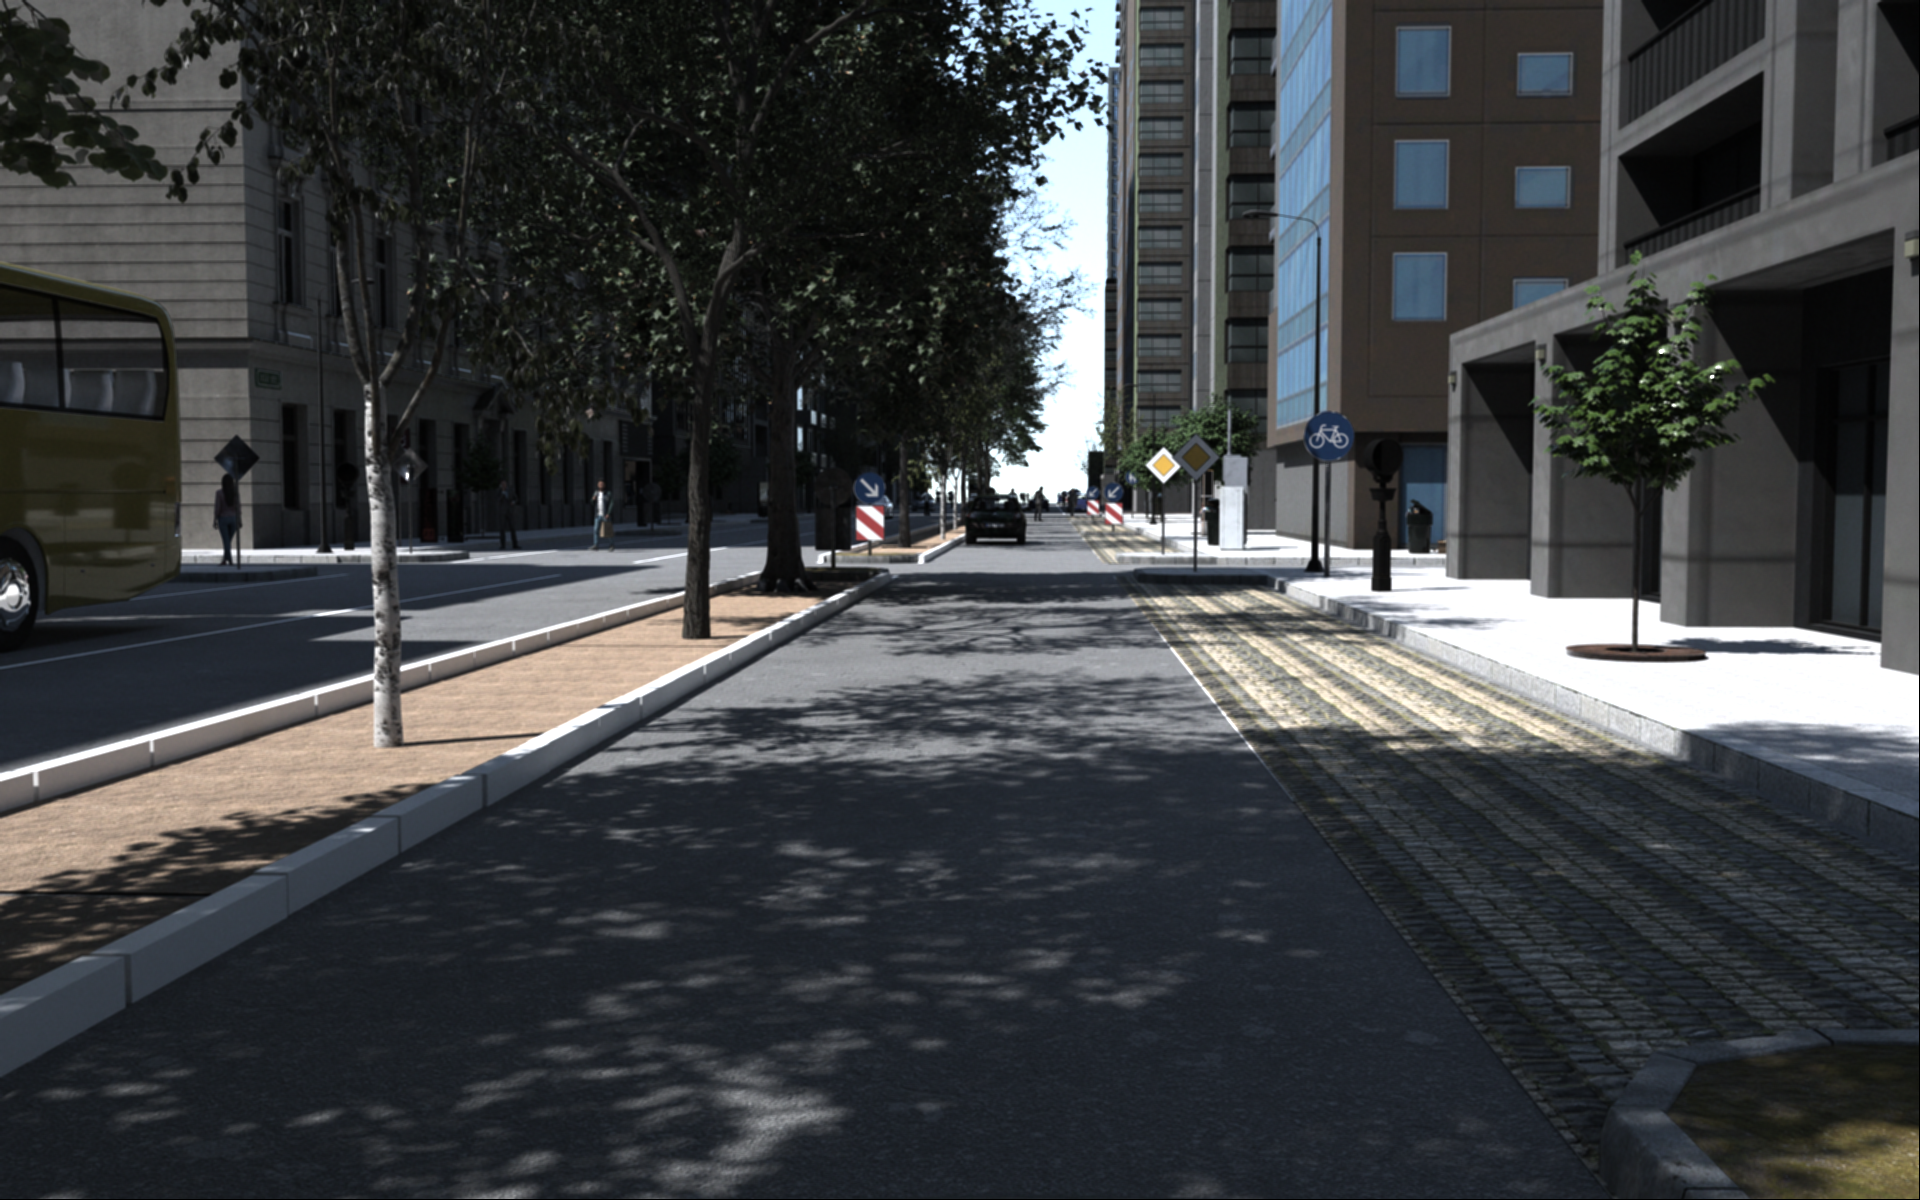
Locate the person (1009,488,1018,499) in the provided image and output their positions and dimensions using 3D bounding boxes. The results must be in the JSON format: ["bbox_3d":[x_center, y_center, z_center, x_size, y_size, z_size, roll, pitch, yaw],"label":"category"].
[{"bbox_3d":[2.975,-5.533,99.369,0.661,1.777,0.834,-2,4,-28],"label":"person"}]

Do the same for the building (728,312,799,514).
[{"bbox_3d":[-22.373,-41.846,122.441,20.563,71.187,20.611,0,4,3],"label":"building"}]

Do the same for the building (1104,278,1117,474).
[{"bbox_3d":[26.222,-28.129,231.616,14.160,30.474,14.107,0,4,3],"label":"building"}]

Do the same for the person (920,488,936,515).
[{"bbox_3d":[-2.216,-6.642,117.083,1.348,1.826,0.705,-3,5,-40],"label":"person"}]

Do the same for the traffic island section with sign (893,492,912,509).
[{"bbox_3d":[-5.492,-9.523,164.335,1.989,1.847,2.006,0,4,3],"label":"traffic island section with sign"}]

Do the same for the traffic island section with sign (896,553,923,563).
[{"bbox_3d":[-1.837,-1.743,36.629,2.006,1.907,1.989,0,4,3],"label":"traffic island section with sign"}]

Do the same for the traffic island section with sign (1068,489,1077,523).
[{"bbox_3d":[6.511,-4.761,86.467,1.989,1.847,2.006,0,4,3],"label":"traffic island section with sign"}]

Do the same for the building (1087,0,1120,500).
[{"bbox_3d":[30.307,-57.495,252.714,22.319,86.520,31.000,0,4,3],"label":"building"}]

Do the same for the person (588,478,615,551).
[{"bbox_3d":[-8.822,-2.106,42.924,0.794,1.824,0.713,3,4,36],"label":"person"}]

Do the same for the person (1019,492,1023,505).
[{"bbox_3d":[8.174,-13.412,228.230,0.683,1.767,0.568,0,4,2],"label":"person"}]

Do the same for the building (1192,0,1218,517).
[{"bbox_3d":[23.647,-33.869,95.754,21.231,58.520,28.212,0,4,3],"label":"building"}]

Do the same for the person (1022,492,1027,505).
[{"bbox_3d":[8.264,-12.944,220.841,0.721,1.736,1.217,3,5,44],"label":"person"}]

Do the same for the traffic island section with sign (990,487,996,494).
[{"bbox_3d":[1.948,-6.333,111.673,2.006,1.907,1.989,0,4,3],"label":"traffic island section with sign"}]

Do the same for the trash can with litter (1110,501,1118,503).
[{"bbox_3d":[9.883,-6.014,109.710,0.624,1.170,1.055,-1,4,-15],"label":"trash can with litter"}]

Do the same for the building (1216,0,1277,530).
[{"bbox_3d":[16.867,-18.092,67.509,14.160,30.474,14.107,0,4,3],"label":"building"}]

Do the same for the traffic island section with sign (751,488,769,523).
[{"bbox_3d":[-9.396,-4.798,87.080,1.989,1.847,2.006,0,4,3],"label":"traffic island section with sign"}]

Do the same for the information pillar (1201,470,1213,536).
[{"bbox_3d":[7.557,-2.967,52.998,0.304,2.012,0.304,0,4,-8],"label":"information pillar"}]

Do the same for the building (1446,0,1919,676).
[{"bbox_3d":[17.184,-35.204,13.843,20.563,71.187,20.611,0,4,3],"label":"building"}]

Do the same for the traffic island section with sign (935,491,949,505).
[{"bbox_3d":[-2.722,-12.878,219.185,1.989,1.847,2.006,0,4,3],"label":"traffic island section with sign"}]

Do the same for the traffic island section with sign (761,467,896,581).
[{"bbox_3d":[-2.221,-1.290,29.232,2.006,1.907,1.989,0,4,3],"label":"traffic island section with sign"}]

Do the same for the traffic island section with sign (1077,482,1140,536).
[{"bbox_3d":[5.144,-3.114,59.546,1.989,1.847,2.006,0,4,3],"label":"traffic island section with sign"}]

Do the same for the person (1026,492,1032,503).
[{"bbox_3d":[9.463,-14.199,241.371,1.217,1.743,0.721,0,4,-2],"label":"person"}]

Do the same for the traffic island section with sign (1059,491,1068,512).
[{"bbox_3d":[9.046,-7.827,136.604,1.989,1.847,2.006,0,4,3],"label":"traffic island section with sign"}]

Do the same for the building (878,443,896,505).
[{"bbox_3d":[-15.200,-26.524,205.364,14.160,30.474,14.107,0,4,3],"label":"building"}]

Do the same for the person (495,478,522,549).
[{"bbox_3d":[-11.773,-2.254,45.151,0.655,1.846,0.447,-2,4,-28],"label":"person"}]

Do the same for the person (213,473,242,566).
[{"bbox_3d":[-13.841,-1.484,32.770,0.388,1.821,0.555,2,4,33],"label":"person"}]

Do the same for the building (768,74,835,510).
[{"bbox_3d":[-22.905,-32.418,149.638,23.786,49.044,30.456,0,4,3],"label":"building"}]

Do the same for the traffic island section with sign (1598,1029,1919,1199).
[{"bbox_3d":[2.308,0.338,3.097,1.989,1.847,2.006,0,4,3],"label":"traffic island section with sign"}]

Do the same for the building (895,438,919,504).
[{"bbox_3d":[-16.844,-41.859,226.390,21.231,58.520,28.212,0,4,3],"label":"building"}]

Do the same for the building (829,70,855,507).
[{"bbox_3d":[-19.993,-33.750,175.518,21.300,48.544,21.600,0,4,3],"label":"building"}]

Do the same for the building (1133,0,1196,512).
[{"bbox_3d":[19.910,-27.205,128.403,14.154,41.232,14.086,0,4,3],"label":"building"}]

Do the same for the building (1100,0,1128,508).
[{"bbox_3d":[27.913,-47.353,212.470,20.563,71.187,20.611,0,4,3],"label":"building"}]

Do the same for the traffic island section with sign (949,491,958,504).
[{"bbox_3d":[-1.361,-14.525,246.106,1.989,1.847,2.006,0,4,3],"label":"traffic island section with sign"}]

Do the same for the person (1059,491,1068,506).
[{"bbox_3d":[12.081,-11.775,201.036,1.348,1.823,0.705,3,5,39],"label":"person"}]

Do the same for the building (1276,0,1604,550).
[{"bbox_3d":[16.089,-24.134,44.709,14.200,45.320,14.600,0,4,3],"label":"building"}]

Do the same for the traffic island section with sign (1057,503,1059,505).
[{"bbox_3d":[10.414,-9.474,163.525,1.989,1.847,2.006,0,4,3],"label":"traffic island section with sign"}]

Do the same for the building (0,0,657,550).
[{"bbox_3d":[-23.127,-17.398,60.879,17.030,29.872,44.131,0,4,3],"label":"building"}]

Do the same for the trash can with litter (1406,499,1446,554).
[{"bbox_3d":[10.175,-1.592,37.415,1.055,1.170,0.624,1,4,12],"label":"trash can with litter"}]

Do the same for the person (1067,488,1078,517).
[{"bbox_3d":[7.015,-6.106,108.433,0.694,1.812,0.767,1,4,20],"label":"person"}]

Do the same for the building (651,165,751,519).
[{"bbox_3d":[-20.477,-18.452,95.196,14.314,27.812,24.014,0,4,3],"label":"building"}]

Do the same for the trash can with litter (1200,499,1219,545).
[{"bbox_3d":[6.551,-1.965,43.515,0.624,1.170,1.055,3,5,43],"label":"trash can with litter"}]

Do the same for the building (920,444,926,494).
[{"bbox_3d":[-16.347,-38.401,251.560,21.300,48.544,21.600,0,4,3],"label":"building"}]

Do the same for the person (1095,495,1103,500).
[{"bbox_3d":[15.143,-11.190,191.468,1.348,1.823,0.705,0,4,6],"label":"person"}]

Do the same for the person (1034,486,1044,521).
[{"bbox_3d":[4.229,-5.126,92.114,0.447,1.846,0.655,-3,5,-43],"label":"person"}]

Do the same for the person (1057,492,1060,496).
[{"bbox_3d":[15.130,-15.668,264.669,0.705,1.824,1.348,-1,4,-20],"label":"person"}]

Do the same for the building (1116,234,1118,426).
[{"bbox_3d":[23.310,-32.252,177.432,14.600,45.320,14.200,0,4,3],"label":"building"}]

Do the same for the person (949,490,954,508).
[{"bbox_3d":[-0.857,-10.648,182.585,0.705,1.826,1.348,1,4,20],"label":"person"}]

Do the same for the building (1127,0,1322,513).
[{"bbox_3d":[20.855,-30.111,142.418,14.600,45.320,14.200,0,4,3],"label":"building"}]

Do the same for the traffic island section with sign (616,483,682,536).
[{"bbox_3d":[-10.760,-3.152,60.159,1.989,1.847,2.006,0,4,3],"label":"traffic island section with sign"}]
